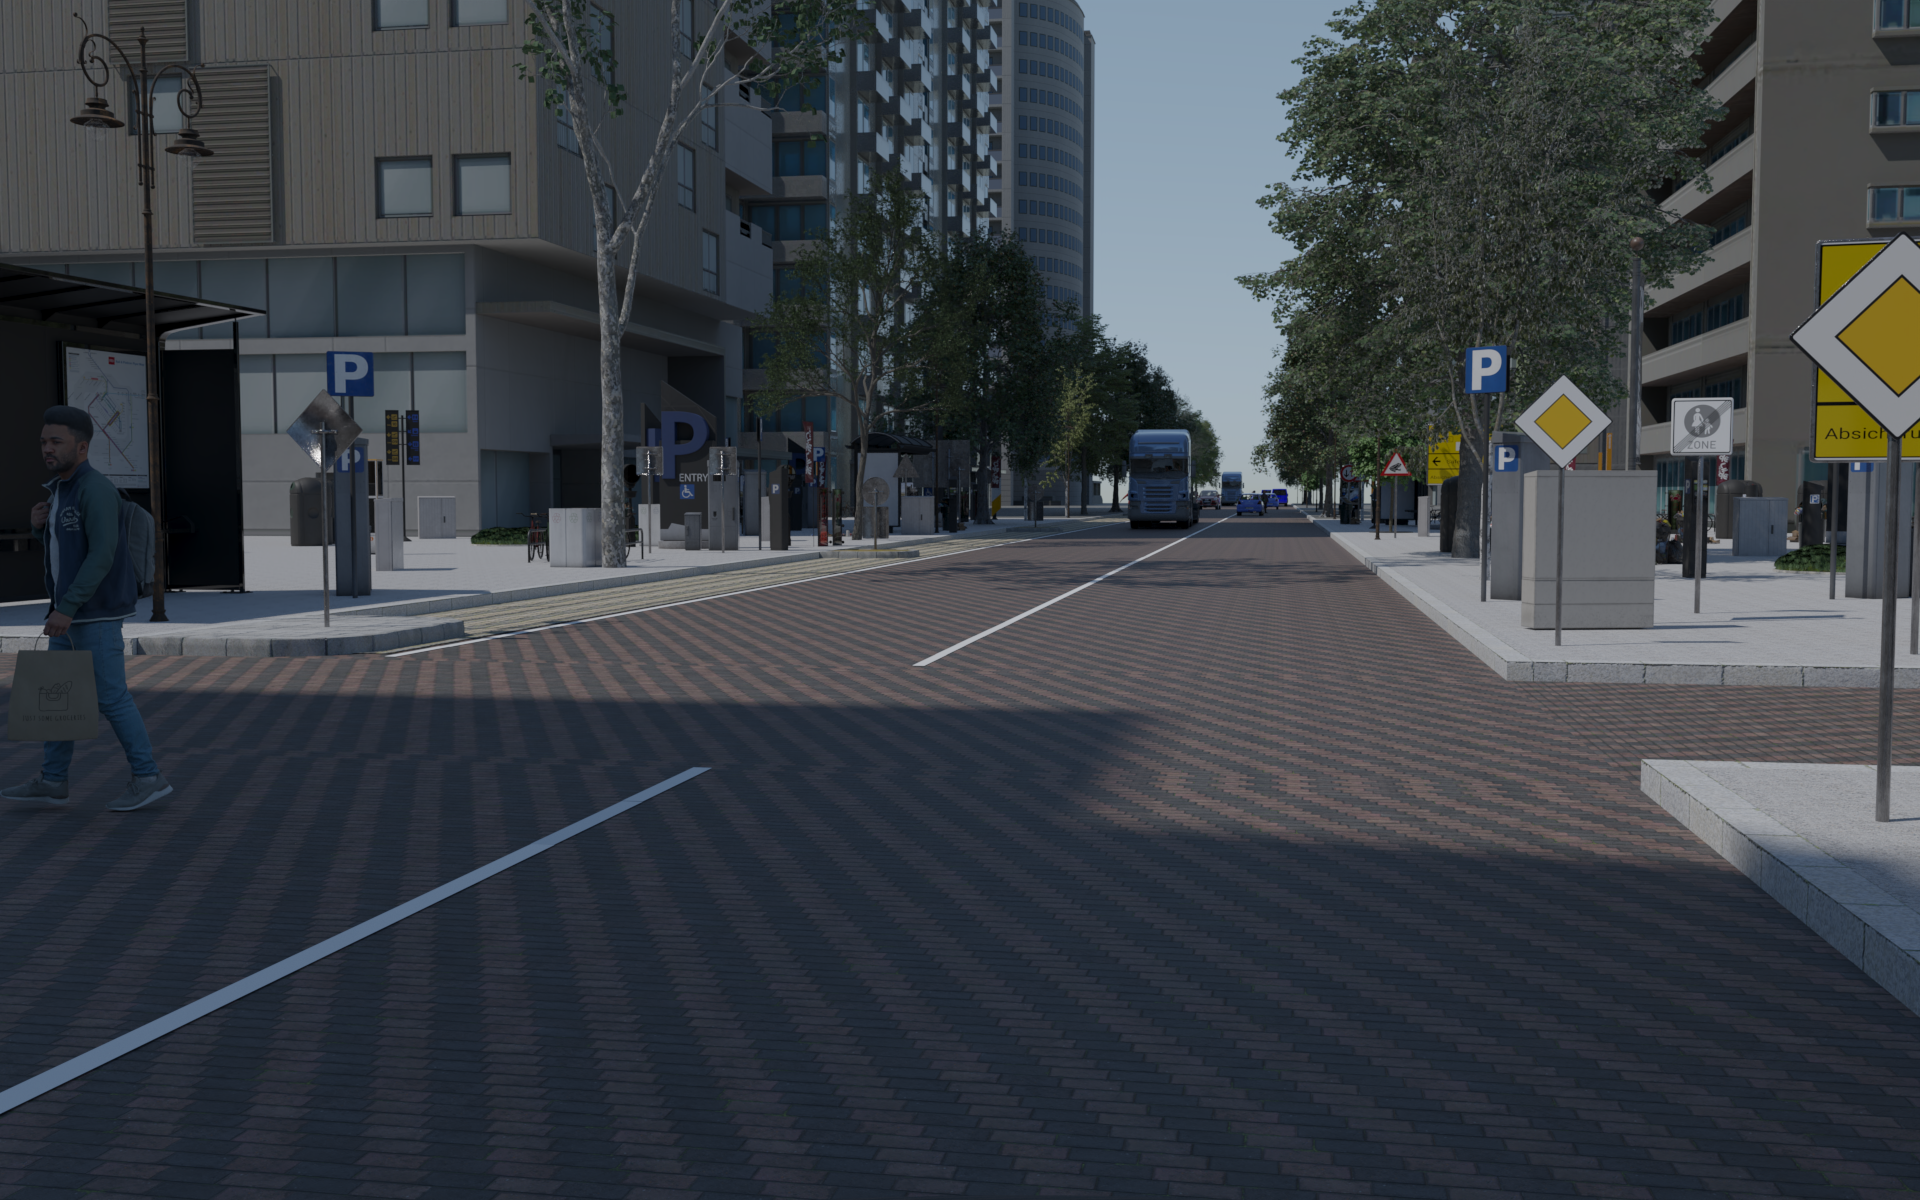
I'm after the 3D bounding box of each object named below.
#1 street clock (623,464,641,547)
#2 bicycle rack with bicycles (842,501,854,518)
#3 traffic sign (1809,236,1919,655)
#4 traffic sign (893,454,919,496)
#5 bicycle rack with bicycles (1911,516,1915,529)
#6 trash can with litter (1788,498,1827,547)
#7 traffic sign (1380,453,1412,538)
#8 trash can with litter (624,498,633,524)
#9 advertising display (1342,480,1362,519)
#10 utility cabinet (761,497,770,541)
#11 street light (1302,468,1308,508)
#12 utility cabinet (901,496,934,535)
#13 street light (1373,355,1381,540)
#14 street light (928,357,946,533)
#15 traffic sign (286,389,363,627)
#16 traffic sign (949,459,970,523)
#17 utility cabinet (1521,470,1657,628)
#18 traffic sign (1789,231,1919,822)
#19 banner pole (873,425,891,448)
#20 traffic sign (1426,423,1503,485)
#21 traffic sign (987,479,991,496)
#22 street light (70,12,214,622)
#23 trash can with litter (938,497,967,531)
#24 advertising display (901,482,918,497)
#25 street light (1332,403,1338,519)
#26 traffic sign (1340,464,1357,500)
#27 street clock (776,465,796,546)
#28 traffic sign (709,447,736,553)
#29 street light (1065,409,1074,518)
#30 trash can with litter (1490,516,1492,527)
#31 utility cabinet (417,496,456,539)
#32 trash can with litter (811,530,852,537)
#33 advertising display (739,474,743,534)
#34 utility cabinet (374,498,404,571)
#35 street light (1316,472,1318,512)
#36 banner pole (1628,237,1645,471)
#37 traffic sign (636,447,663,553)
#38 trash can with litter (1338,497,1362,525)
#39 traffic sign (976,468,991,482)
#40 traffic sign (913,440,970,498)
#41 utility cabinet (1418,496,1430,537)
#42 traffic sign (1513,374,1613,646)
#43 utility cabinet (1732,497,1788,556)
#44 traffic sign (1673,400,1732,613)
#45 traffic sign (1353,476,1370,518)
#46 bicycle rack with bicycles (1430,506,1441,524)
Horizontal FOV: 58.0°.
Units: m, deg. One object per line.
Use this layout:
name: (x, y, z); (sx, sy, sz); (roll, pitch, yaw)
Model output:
street clock: (-7.964, -2.279, 41.834); (0.471, 2.002, 0.358); (-3, 4, -36)
bicycle rack with bicycles: (-5.168, -4.752, 91.070); (2.925, 0.926, 2.852); (-3, 5, -42)
traffic sign: (7.939, -1.210, 13.651); (2.265, 3.308, 0.079); (1, 4, 18)
traffic sign: (-1.747, -3.415, 55.838); (0.884, 2.594, 0.081); (1, 4, 13)
bicycle rack with bicycles: (29.040, -2.379, 52.271); (2.852, 0.926, 2.925); (-2, 4, -24)
trash can with litter: (19.845, -1.785, 40.572); (0.624, 1.170, 1.055); (1, 4, 22)
traffic sign: (12.625, -3.068, 50.166); (0.884, 2.594, 0.081); (1, 4, 20)
trash can with litter: (-10.111, -2.393, 50.519); (1.055, 1.170, 0.624); (-3, 5, -44)
advertising display: (17.508, -4.419, 77.466); (0.123, 1.923, 0.974); (-3, 5, -42)
utility cabinet: (-5.238, -2.217, 47.406); (0.306, 1.237, 1.020); (0, 4, 2)
street light: (32.613, -11.612, 162.638); (0.468, 5.910, 1.993); (1, 4, 10)
utility cabinet: (-1.334, -2.652, 54.518); (1.020, 1.237, 0.306); (1, 4, 22)
street light: (11.718, -4.626, 48.429); (0.468, 5.910, 1.993); (1, 4, 10)
street light: (-0.763, -5.141, 56.842); (0.468, 5.910, 1.993); (1, 4, 10)
traffic sign: (-6.101, -0.795, 16.640); (0.795, 2.450, 0.064); (1, 4, 10)
traffic sign: (-0.028, -3.795, 62.149); (0.768, 2.556, 0.104); (1, 4, 11)
utility cabinet: (5.959, -0.474, 16.432); (1.173, 1.500, 0.318); (0, 4, -5)
traffic sign: (3.613, -0.189, 6.725); (0.795, 2.450, 0.064); (1, 4, 10)
banner pole: (-2.862, -4.433, 62.493); (0.863, 3.779, 0.401); (-1, 4, -19)
traffic sign: (14.608, -3.426, 49.890); (2.265, 3.308, 0.079); (1, 4, 13)
traffic sign: (1.377, -5.368, 87.865); (0.768, 2.556, 0.104); (1, 4, 13)
street light: (-8.076, -2.722, 17.285); (0.468, 5.910, 1.993); (1, 4, 10)
trash can with litter: (-0.267, -3.011, 60.613); (0.624, 1.170, 1.055); (3, 5, 42)
advertising display: (-2.700, -5.298, 91.829); (0.974, 1.923, 0.123); (-1, 4, -18)
street light: (19.069, -7.045, 87.979); (0.468, 5.910, 1.993); (1, 4, 10)
traffic sign: (16.692, -4.541, 74.344); (0.768, 2.556, 0.104); (1, 4, 13)
street clock: (-4.296, -2.334, 42.737); (0.471, 2.002, 0.358); (-2, 4, -32)
traffic sign: (-5.143, -2.167, 37.567); (0.606, 2.300, 0.079); (1, 4, 11)
street light: (5.808, -7.322, 92.510); (0.468, 5.910, 1.993); (1, 4, 10)
trash can with litter: (7.758, -0.809, 24.615); (0.624, 1.170, 1.055); (0, 4, 7)
utility cabinet: (-15.014, -2.358, 49.714); (1.020, 1.237, 0.306); (-2, 4, -24)
trash can with litter: (-3.706, -2.549, 52.733); (1.678, 1.210, 2.233); (-1, 4, -9)
advertising display: (-6.761, -3.064, 55.306); (0.123, 1.923, 0.974); (-2, 4, -34)
utility cabinet: (-9.643, -1.106, 29.247); (0.306, 1.237, 1.020); (0, 4, -8)
street light: (25.357, -9.187, 122.991); (0.468, 5.910, 1.993); (1, 4, 10)
banner pole: (6.709, -1.662, 17.192); (0.401, 3.779, 0.863); (2, 4, 28)
traffic sign: (-6.699, -2.156, 37.376); (0.606, 2.300, 0.079); (1, 4, 12)
trash can with litter: (16.493, -3.774, 73.093); (0.624, 1.170, 1.055); (-3, 4, -39)
traffic sign: (1.091, -4.911, 80.407); (0.768, 2.556, 0.104); (1, 4, 16)
traffic sign: (-0.719, -4.373, 65.376); (2.265, 3.308, 0.079); (1, 4, 18)
utility cabinet: (14.050, -2.526, 52.462); (0.306, 1.237, 1.020); (1, 4, 19)
traffic sign: (5.054, -0.669, 14.580); (0.795, 2.450, 0.064); (1, 4, 10)
utility cabinet: (16.559, -1.509, 35.842); (1.020, 1.237, 0.306); (0, 4, -1)
traffic sign: (7.921, -1.004, 18.547); (0.606, 2.300, 0.079); (1, 4, 17)
traffic sign: (17.282, -4.588, 75.016); (0.884, 2.594, 0.081); (1, 4, 17)
bicycle rack with bicycles: (21.393, -3.740, 74.530); (2.925, 0.926, 2.852); (1, 4, 23)
